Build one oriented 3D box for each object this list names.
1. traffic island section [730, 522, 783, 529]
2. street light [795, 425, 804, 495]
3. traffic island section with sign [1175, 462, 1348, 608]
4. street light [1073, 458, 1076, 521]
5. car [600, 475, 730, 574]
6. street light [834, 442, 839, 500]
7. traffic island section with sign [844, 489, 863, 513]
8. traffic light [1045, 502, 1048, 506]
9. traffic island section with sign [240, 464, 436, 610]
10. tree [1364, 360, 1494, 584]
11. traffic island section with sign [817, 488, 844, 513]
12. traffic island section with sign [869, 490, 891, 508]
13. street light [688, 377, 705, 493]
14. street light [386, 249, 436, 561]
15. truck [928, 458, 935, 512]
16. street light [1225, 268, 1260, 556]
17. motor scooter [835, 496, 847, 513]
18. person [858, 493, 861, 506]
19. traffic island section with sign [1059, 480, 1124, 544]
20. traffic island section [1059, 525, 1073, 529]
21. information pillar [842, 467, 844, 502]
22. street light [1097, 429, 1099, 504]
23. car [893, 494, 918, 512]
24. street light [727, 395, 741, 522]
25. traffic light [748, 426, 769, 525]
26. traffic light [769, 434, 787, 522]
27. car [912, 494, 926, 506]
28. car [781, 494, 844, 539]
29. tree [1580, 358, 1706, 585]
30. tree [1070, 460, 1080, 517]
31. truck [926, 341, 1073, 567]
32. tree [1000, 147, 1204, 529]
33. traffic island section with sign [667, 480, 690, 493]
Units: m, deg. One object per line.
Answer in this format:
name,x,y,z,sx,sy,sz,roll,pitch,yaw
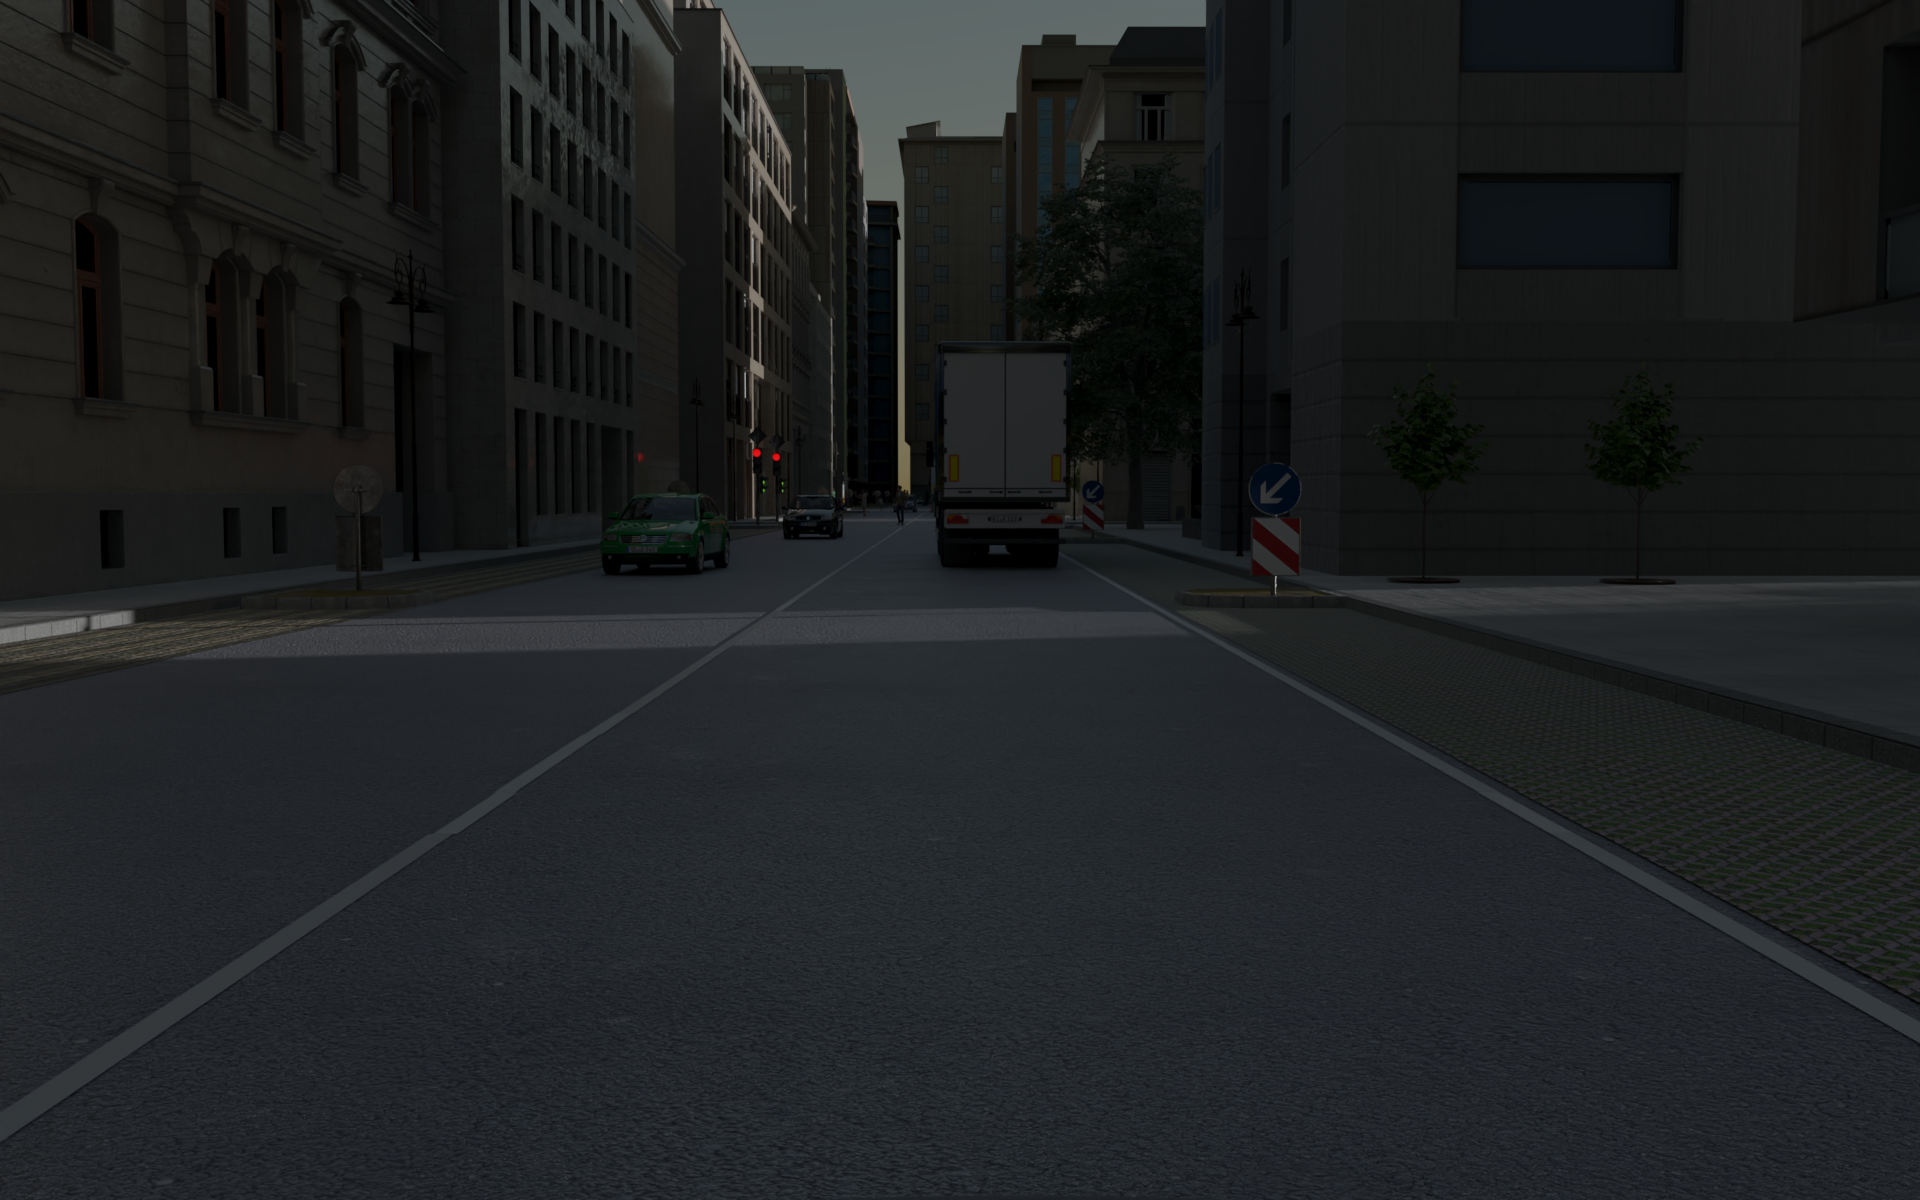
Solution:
traffic island section,-8.429,-3.046,72.083,2.009,0.180,2.903,0,4,0
street light,-10.705,-8.738,115.659,0.468,5.910,1.993,0,4,0
traffic island section with sign,3.847,-0.850,22.528,1.989,1.847,2.006,0,4,0
street light,5.550,-6.799,83.944,0.468,5.910,1.993,0,4,0
car,-5.444,-1.438,32.314,1.959,1.807,4.718,0,4,2
street light,-10.769,-10.897,150.946,0.468,5.910,1.993,0,4,0
traffic island section with sign,-8.369,-7.523,131.627,1.989,1.847,2.006,0,4,0
traffic light,3.572,-5.082,72.017,0.839,4.253,0.868,0,4,0
traffic island section with sign,-7.879,-0.833,22.253,1.989,1.847,2.006,0,4,0
tree,6.877,-1.864,25.083,1.663,3.219,1.824,0,3,0
traffic island section with sign,-8.247,-5.874,104.672,1.989,1.847,2.006,0,4,0
traffic island section with sign,-8.603,-10.638,182.561,1.989,1.847,2.006,0,4,0
street light,-10.401,-5.857,68.551,0.468,5.910,1.993,0,4,0
street light,-10.386,-3.677,32.910,0.468,5.910,1.993,0,4,0
truck,-1.205,-9.351,141.795,2.839,4.237,11.283,0,4,0
street light,5.770,-3.838,35.546,0.468,5.910,1.993,0,4,0
motor scooter,-8.358,-6.656,121.604,0.815,1.314,1.986,0,4,-1
person,-10.742,-10.770,185.372,0.421,1.427,0.697,-1,4,-8
traffic island section with sign,3.709,-2.557,50.437,1.989,1.847,2.006,0,4,0
traffic island section,3.612,-3.049,72.132,2.009,0.180,2.903,0,4,0
information pillar,-10.210,-9.774,151.158,0.183,3.616,0.504,0,4,7
street light,5.678,-6.019,71.204,0.468,5.910,1.993,0,4,0
car,-4.286,-7.601,136.281,2.014,1.417,4.499,0,4,1
street light,-10.509,-6.593,80.585,0.468,5.910,1.993,0,4,0
traffic light,-8.389,-5.078,71.948,0.839,4.253,0.868,0,4,0
traffic light,-8.425,-5.567,79.933,0.839,4.253,0.868,0,4,0
car,-5.075,-11.904,206.428,2.131,1.459,4.920,0,3,0
car,-4.768,-2.856,56.481,2.009,1.686,4.222,0,4,0
tree,9.875,-1.849,24.837,1.663,3.219,1.824,0,3,0
tree,6.886,-6.345,98.344,1.663,3.219,1.824,0,3,0
truck,0.701,-2.969,37.461,2.839,4.237,11.283,0,4,-1
tree,6.306,-9.562,63.001,9.857,13.997,8.962,0,3,0
traffic island section with sign,-8.004,-2.482,49.208,1.989,1.847,2.006,0,4,0
